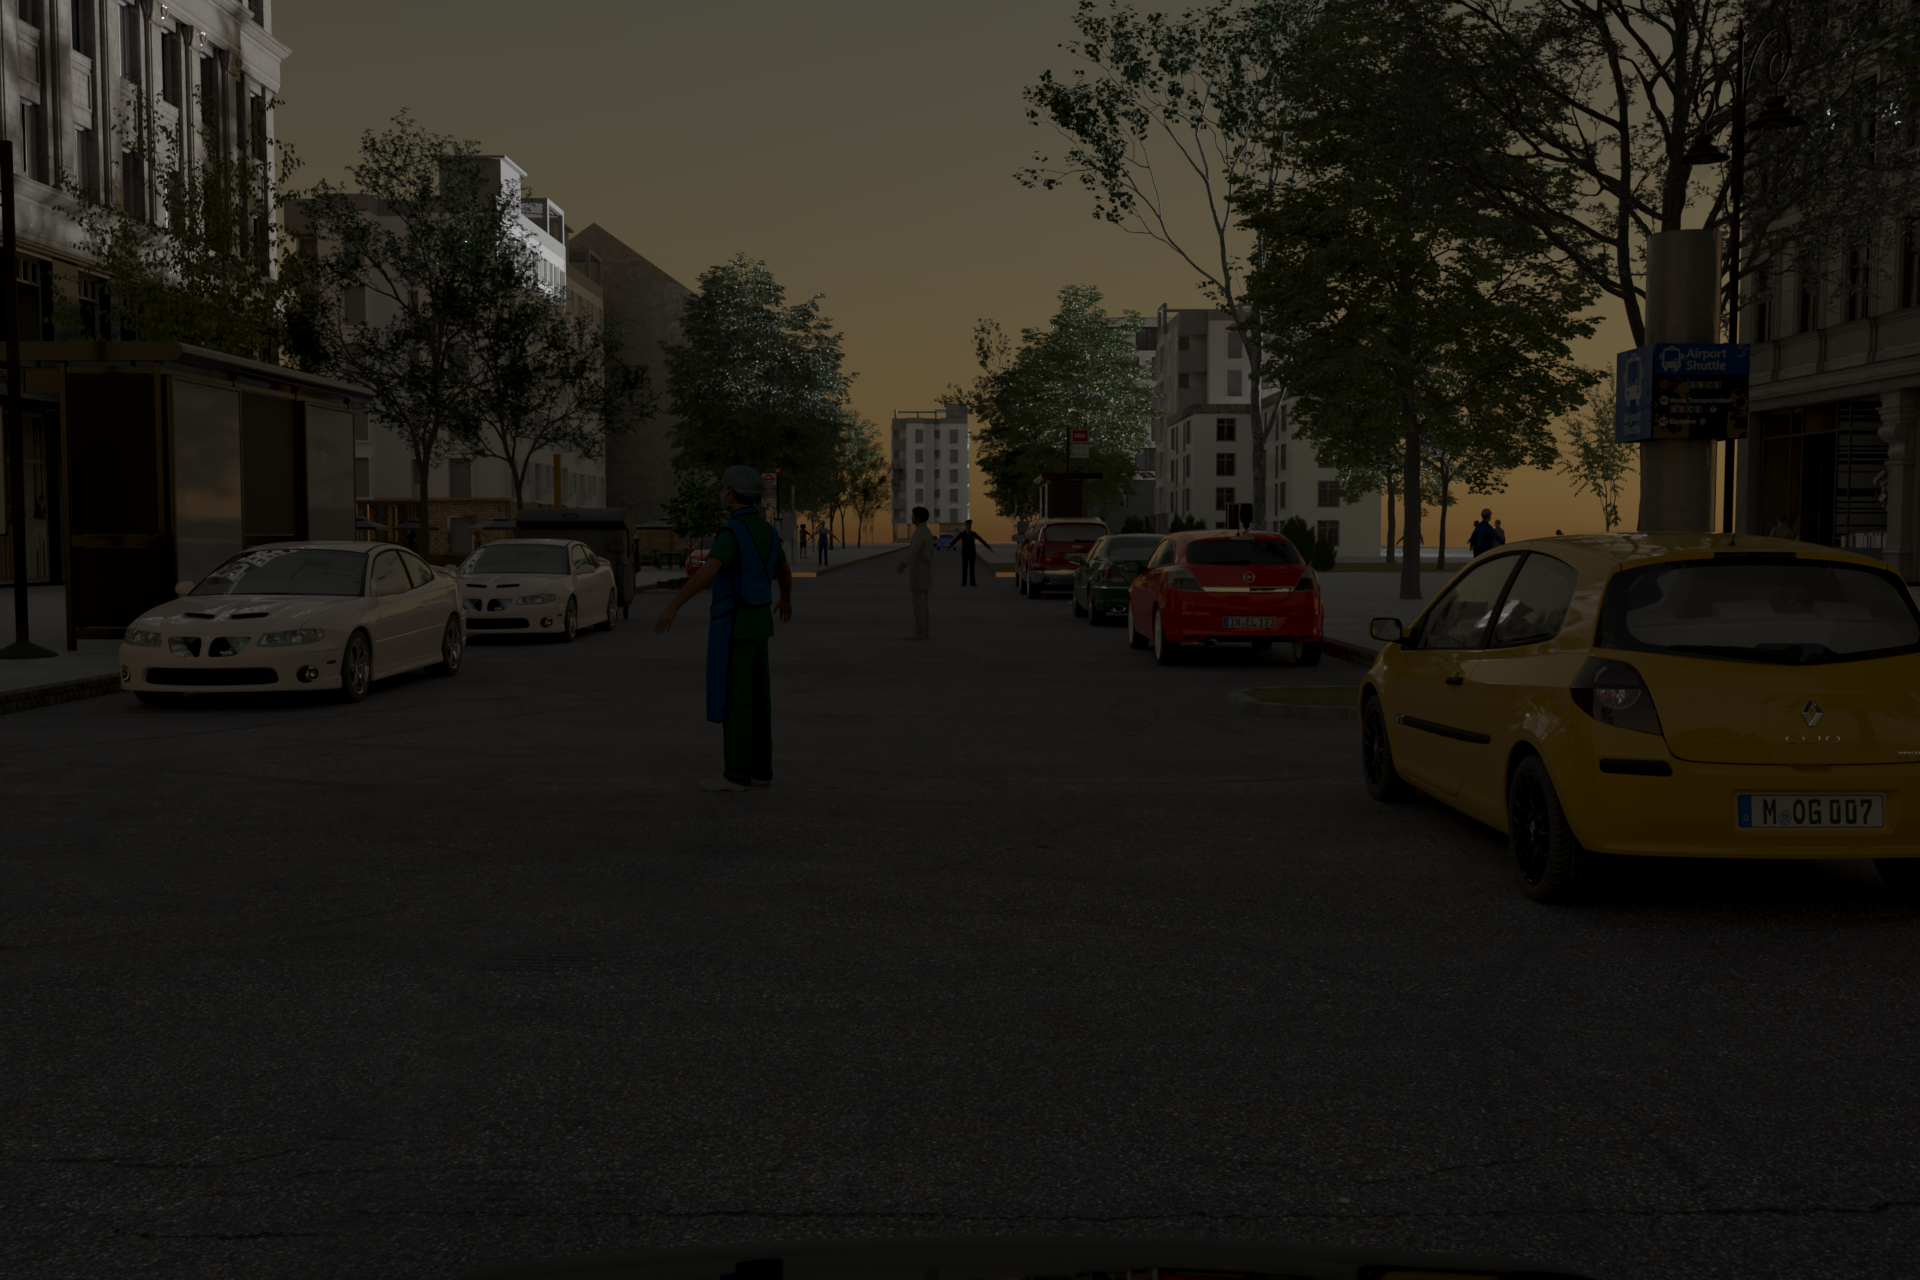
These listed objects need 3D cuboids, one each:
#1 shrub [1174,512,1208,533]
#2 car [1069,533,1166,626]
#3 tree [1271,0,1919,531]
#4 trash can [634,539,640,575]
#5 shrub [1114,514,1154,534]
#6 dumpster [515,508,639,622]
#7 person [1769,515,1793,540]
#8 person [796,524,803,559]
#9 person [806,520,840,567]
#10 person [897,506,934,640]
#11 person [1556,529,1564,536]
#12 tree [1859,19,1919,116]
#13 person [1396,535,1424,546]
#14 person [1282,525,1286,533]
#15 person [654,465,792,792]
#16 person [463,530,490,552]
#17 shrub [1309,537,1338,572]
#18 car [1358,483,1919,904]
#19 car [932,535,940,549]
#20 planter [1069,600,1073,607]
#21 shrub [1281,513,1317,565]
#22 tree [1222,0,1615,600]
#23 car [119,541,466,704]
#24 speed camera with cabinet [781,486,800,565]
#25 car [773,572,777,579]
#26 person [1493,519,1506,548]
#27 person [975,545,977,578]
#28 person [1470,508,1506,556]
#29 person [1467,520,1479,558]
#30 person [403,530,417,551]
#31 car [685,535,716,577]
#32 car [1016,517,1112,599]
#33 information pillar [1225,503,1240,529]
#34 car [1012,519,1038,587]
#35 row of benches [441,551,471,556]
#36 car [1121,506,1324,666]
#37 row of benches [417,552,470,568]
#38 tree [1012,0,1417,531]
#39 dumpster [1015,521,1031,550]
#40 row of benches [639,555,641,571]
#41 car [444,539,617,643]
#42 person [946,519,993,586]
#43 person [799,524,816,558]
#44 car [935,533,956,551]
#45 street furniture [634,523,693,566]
[{"bbox_3d":[7.946,-3.362,59.395,1.690,2.028,1.600,0,3,0],"label":"shrub"},{"bbox_3d":[2.901,-1.022,28.506,2.131,1.459,4.920,0,4,-1],"label":"car"},{"bbox_3d":[8.968,-6.834,22.103,12.009,13.543,11.850,0,3,0],"label":"tree"},{"bbox_3d":[-10.474,-2.642,54.854,0.748,1.137,0.748,0,3,0],"label":"trash can"},{"bbox_3d":[6.566,-3.772,65.714,1.661,2.075,1.752,0,3,0],"label":"shrub"},{"bbox_3d":[-6.325,-1.247,28.603,1.865,1.857,1.264,0,3,0],"label":"dumpster"},{"bbox_3d":[20.771,-2.283,43.896,0.617,1.759,0.750,1,4,19],"label":"person"},{"bbox_3d":[-8.296,-4.997,87.970,0.705,1.796,1.348,-1,4,-22],"label":"person"},{"bbox_3d":[-5.408,-3.827,68.432,1.347,1.847,0.705,0,4,-7],"label":"person"},{"bbox_3d":[-0.569,-0.917,23.631,0.705,1.806,1.347,1,4,14],"label":"person"},{"bbox_3d":[19.027,-2.776,54.661,0.421,1.427,0.697,-1,4,-15],"label":"person"},{"bbox_3d":[8.946,-6.231,8.527,9.857,13.997,8.962,0,3,0],"label":"tree"},{"bbox_3d":[14.443,-2.984,55.547,0.721,1.744,1.215,-2,4,-29],"label":"person"},{"bbox_3d":[17.358,-5.247,91.913,0.705,1.813,1.348,-3,4,-38],"label":"person"},{"bbox_3d":[-1.250,-0.072,9.759,0.704,1.817,1.347,2,4,24],"label":"person"},{"bbox_3d":[-21.301,-4.256,76.396,1.217,1.733,0.721,-2,4,-35],"label":"person"},{"bbox_3d":[12.408,-2.937,59.130,1.383,1.207,1.383,0,3,0],"label":"shrub"},{"bbox_3d":[3.058,0.128,8.138,2.015,1.641,3.980,0,3,0],"label":"car"},{"bbox_3d":[-2.804,-9.298,164.600,1.945,1.354,3.894,0,3,0],"label":"car"},{"bbox_3d":[3.188,-0.823,34.601,1.991,0.319,1.994,0,4,-1],"label":"planter"},{"bbox_3d":[12.127,-3.563,62.678,1.690,2.028,1.600,0,3,0],"label":"shrub"},{"bbox_3d":[8.550,-7.090,34.055,7.486,12.596,7.792,0,3,0],"label":"tree"},{"bbox_3d":[-6.021,-0.232,16.156,2.083,1.381,4.827,0,4,0],"label":"car"},{"bbox_3d":[-7.042,-4.743,71.891,0.660,3.252,2.038,0,4,1],"label":"speed camera with cabinet"},{"bbox_3d":[-6.579,-2.704,53.809,1.945,1.707,3.694,0,3,0],"label":"car"},{"bbox_3d":[17.458,-3.051,56.473,0.990,1.755,0.434,-2,4,-35],"label":"person"},{"bbox_3d":[0.487,-2.738,56.484,0.599,1.433,0.991,0,4,-3],"label":"person"},{"bbox_3d":[11.499,-1.954,37.820,0.705,1.842,1.347,-1,4,-19],"label":"person"},{"bbox_3d":[19.694,-3.665,66.142,0.704,1.802,1.346,3,4,36],"label":"person"},{"bbox_3d":[-24.475,-4.304,77.084,0.721,1.740,1.216,-3,5,-40],"label":"person"},{"bbox_3d":[-6.453,-2.380,47.956,2.155,1.783,4.494,0,4,0],"label":"car"},{"bbox_3d":[2.461,-1.893,39.629,2.281,1.827,5.304,0,4,-1],"label":"car"},{"bbox_3d":[6.447,-2.231,40.970,0.304,2.012,0.304,0,3,0],"label":"information pillar"},{"bbox_3d":[2.520,-2.261,45.643,2.281,1.827,5.304,0,3,0],"label":"car"},{"bbox_3d":[-16.659,-2.818,61.531,4.104,0.672,1.422,2,4,27],"label":"row of benches"},{"bbox_3d":[3.023,-0.692,20.359,2.155,1.783,4.494,0,4,-1],"label":"car"},{"bbox_3d":[-17.864,-2.598,57.948,4.104,0.672,1.422,2,4,29],"label":"row of benches"},{"bbox_3d":[7.633,-11.773,48.381,12.611,20.169,13.585,0,3,0],"label":"tree"},{"bbox_3d":[2.774,-2.988,57.072,1.865,1.857,1.264,0,4,-2],"label":"dumpster"},{"bbox_3d":[-12.882,-2.667,59.073,4.104,0.672,1.422,-3,4,-37],"label":"row of benches"},{"bbox_3d":[-6.055,-0.733,24.348,2.083,1.381,4.827,0,4,-1],"label":"car"},{"bbox_3d":[0.246,-2.401,47.656,1.347,1.837,0.705,-1,4,-12],"label":"person"},{"bbox_3d":[-8.261,-5.210,91.323,1.345,1.843,0.704,1,4,10],"label":"person"},{"bbox_3d":[-1.167,-8.604,150.265,1.945,1.707,3.694,0,4,-1],"label":"car"},{"bbox_3d":[-14.568,-3.980,71.931,11.010,1.723,9.812,1,4,14],"label":"street furniture"}]
